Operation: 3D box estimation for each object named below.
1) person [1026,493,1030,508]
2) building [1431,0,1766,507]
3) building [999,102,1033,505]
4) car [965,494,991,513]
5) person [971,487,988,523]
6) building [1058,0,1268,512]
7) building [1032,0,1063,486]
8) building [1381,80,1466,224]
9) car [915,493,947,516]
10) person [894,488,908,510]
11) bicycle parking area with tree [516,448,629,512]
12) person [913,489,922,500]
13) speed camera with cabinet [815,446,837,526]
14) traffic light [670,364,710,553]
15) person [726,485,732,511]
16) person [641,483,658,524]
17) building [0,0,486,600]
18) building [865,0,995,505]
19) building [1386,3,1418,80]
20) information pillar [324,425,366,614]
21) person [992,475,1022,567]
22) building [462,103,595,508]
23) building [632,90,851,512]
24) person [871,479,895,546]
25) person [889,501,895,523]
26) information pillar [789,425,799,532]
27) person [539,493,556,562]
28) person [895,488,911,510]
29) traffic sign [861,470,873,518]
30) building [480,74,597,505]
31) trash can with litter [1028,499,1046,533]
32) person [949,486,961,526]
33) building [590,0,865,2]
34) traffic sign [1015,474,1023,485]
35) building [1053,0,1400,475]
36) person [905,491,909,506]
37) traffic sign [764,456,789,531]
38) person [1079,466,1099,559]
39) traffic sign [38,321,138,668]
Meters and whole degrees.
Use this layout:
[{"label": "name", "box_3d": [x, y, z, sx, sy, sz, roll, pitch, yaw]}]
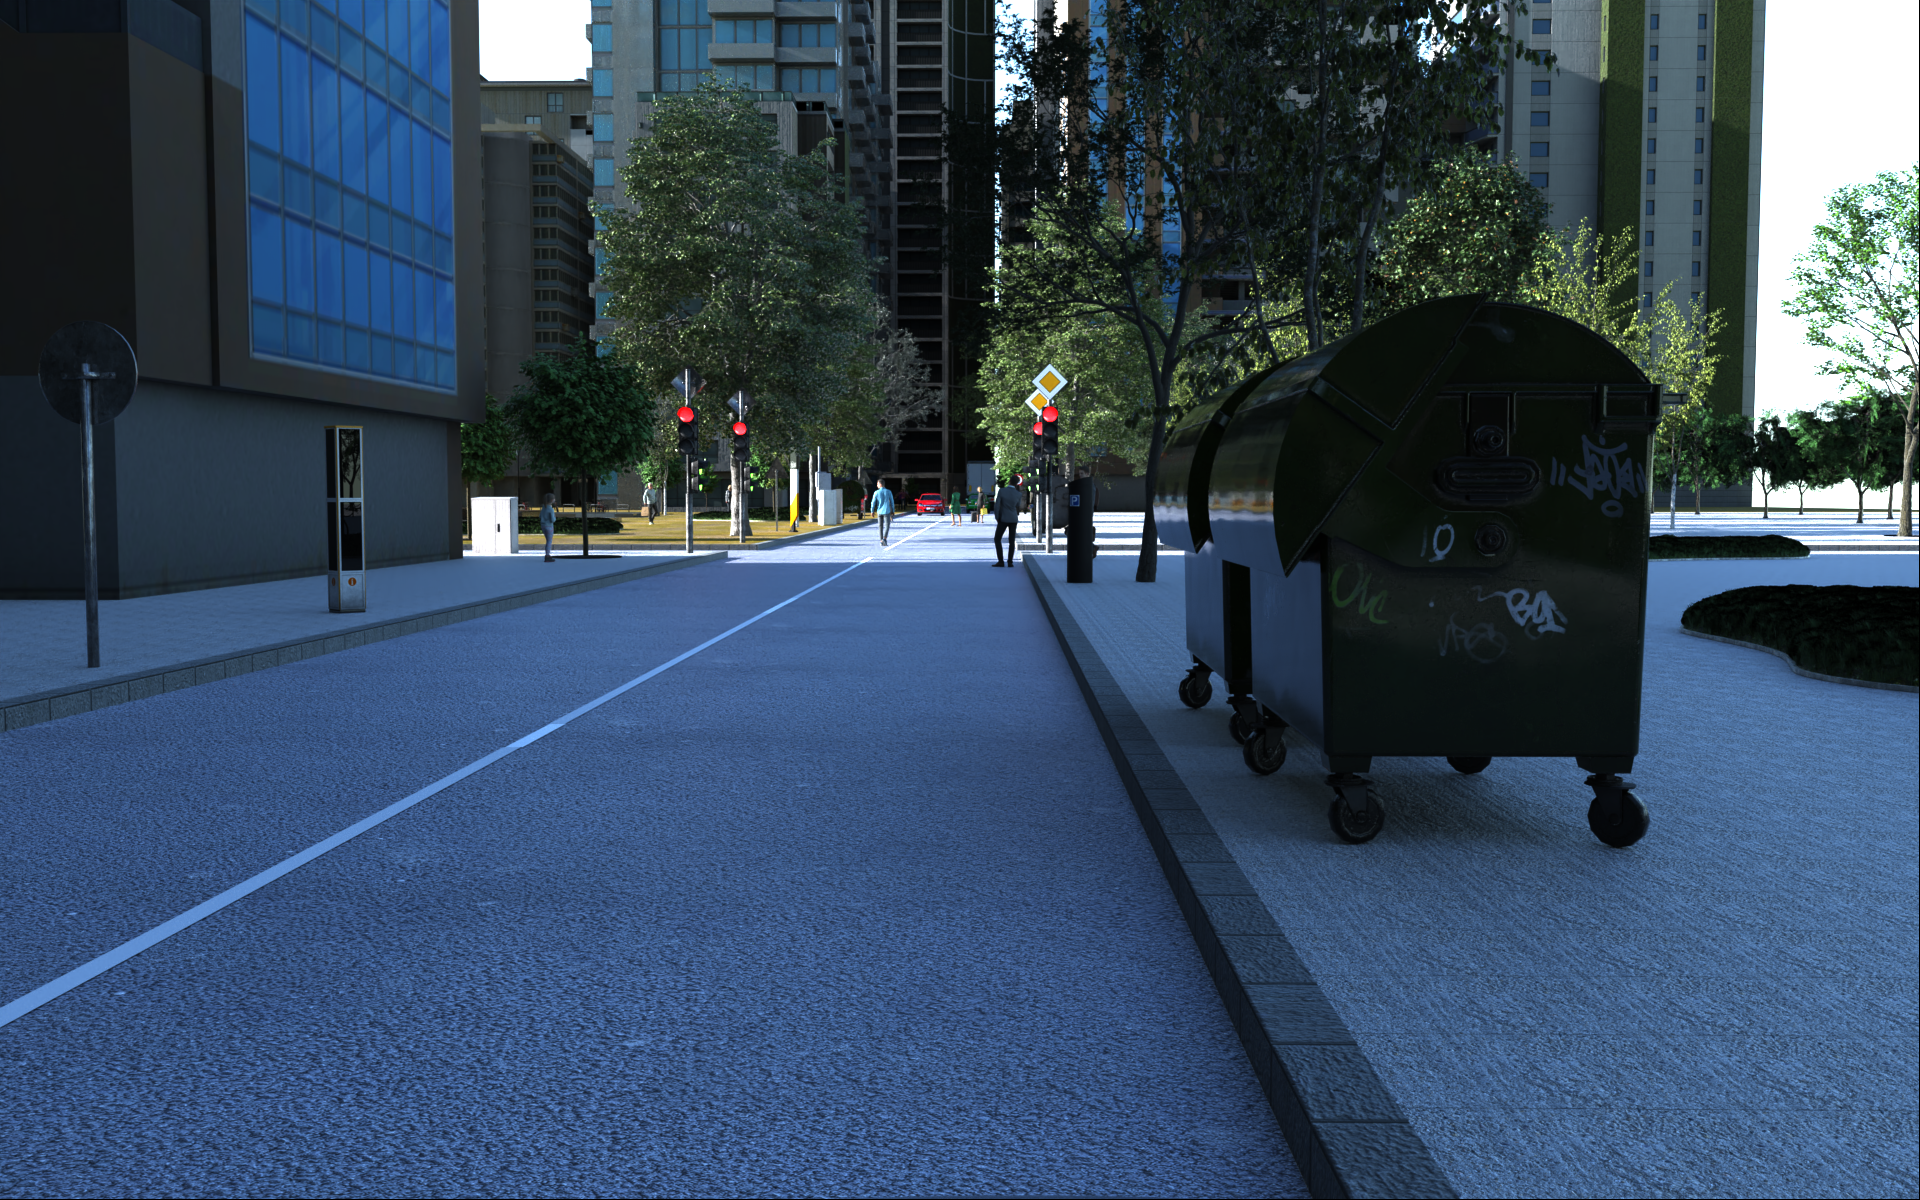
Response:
[{"label": "person", "box_3d": [6.007, -9.204, 157.083, 0.990, 1.755, 0.434, -1, 4, -14]}, {"label": "building", "box_3d": [65.606, -39.078, 180.922, 28.212, 58.520, 21.231, 0, 4, 1]}, {"label": "building", "box_3d": [15.651, -36.277, 216.834, 21.600, 48.544, 21.300, 0, 4, 1]}, {"label": "car", "box_3d": [1.362, -7.412, 129.976, 1.959, 1.807, 4.718, 0, 4, 0]}, {"label": "person", "box_3d": [0.958, -4.716, 85.829, 0.699, 1.804, 1.509, 0, 4, -6]}, {"label": "building", "box_3d": [14.575, -29.285, 128.916, 14.600, 45.320, 14.200, 0, 4, 1]}, {"label": "building", "box_3d": [17.990, -38.909, 178.166, 21.231, 58.520, 28.212, 0, 4, 1]}, {"label": "building", "box_3d": [44.445, -32.680, 184.430, 14.200, 45.320, 14.600, 0, 4, 1]}, {"label": "car", "box_3d": [-1.923, -6.516, 115.574, 2.155, 1.783, 4.494, 0, 4, 0]}, {"label": "person", "box_3d": [-4.832, -8.264, 141.843, 1.217, 1.739, 0.721, -2, 4, -25]}, {"label": "bicycle parking area with tree", "box_3d": [-25.727, -7.556, 110.547, 8.231, 4.147, 9.016, -2, 4, -23]}, {"label": "person", "box_3d": [-3.920, -9.861, 167.993, 1.217, 1.735, 0.721, 0, 4, -5]}, {"label": "speed camera with cabinet", "box_3d": [-5.508, -4.708, 71.309, 0.660, 3.252, 2.038, -1, 4, -13]}, {"label": "traffic light", "box_3d": [-5.847, -2.970, 37.475, 0.839, 4.253, 0.868, 0, 4, 1]}, {"label": "person", "box_3d": [-12.878, -5.591, 97.633, 0.709, 1.800, 0.728, -1, 4, -20]}, {"label": "person", "box_3d": [-13.192, -4.094, 73.471, 0.515, 1.767, 0.782, 3, 4, 37]}, {"label": "building", "box_3d": [-16.739, -23.038, 26.782, 14.200, 45.320, 14.600, 0, 4, 1]}, {"label": "building", "box_3d": [-5.908, -47.593, 216.399, 20.611, 71.187, 20.563, 0, 4, 1]}, {"label": "building", "box_3d": [41.952, -55.216, 215.446, 31.000, 86.520, 22.319, 0, 4, 1]}, {"label": "information pillar", "box_3d": [-6.648, -0.871, 18.732, 0.304, 2.012, 0.304, -3, 5, -43]}, {"label": "person", "box_3d": [0.921, -1.554, 34.082, 0.592, 1.802, 0.473, 0, 4, -1]}, {"label": "building", "box_3d": [-50.233, -29.727, 177.923, 23.993, 40.220, 32.217, 0, 4, 1]}, {"label": "building", "box_3d": [-15.630, -21.777, 127.749, 14.160, 30.474, 14.107, 0, 4, 1]}, {"label": "person", "box_3d": [-2.159, -2.416, 47.872, 0.638, 1.841, 0.748, 1, 4, 12]}, {"label": "person", "box_3d": [-3.463, -4.459, 85.683, 0.475, 1.303, 0.640, -2, 4, -33]}, {"label": "information pillar", "box_3d": [-5.582, -4.098, 58.350, 0.183, 3.616, 0.504, -2, 4, -31]}, {"label": "person", "box_3d": [-7.763, -1.369, 32.712, 0.425, 1.301, 0.394, 2, 4, 27]}, {"label": "person", "box_3d": [-4.520, -7.990, 137.397, 1.217, 1.743, 0.721, -1, 4, -10]}, {"label": "traffic sign", "box_3d": [-5.076, -5.628, 92.019, 0.884, 2.594, 0.081, 0, 4, 4]}, {"label": "building", "box_3d": [-50.555, -38.624, 220.744, 27.495, 52.752, 28.713, 0, 4, 1]}, {"label": "trash can with litter", "box_3d": [2.544, -2.758, 56.478, 0.624, 1.170, 1.055, 0, 4, 6]}, {"label": "person", "box_3d": [-0.178, -4.178, 77.056, 0.529, 1.795, 0.600, 3, 4, 37]}, {"label": "building", "box_3d": [-18.854, -32.408, 149.484, 23.786, 49.044, 30.456, 0, 4, 1]}, {"label": "traffic sign", "box_3d": [3.626, -6.635, 108.589, 0.768, 2.556, 0.104, 0, 4, 6]}, {"label": "building", "box_3d": [21.929, -34.272, 149.591, 28.713, 52.752, 27.495, 0, 4, 1]}, {"label": "person", "box_3d": [-5.665, -11.007, 186.741, 0.721, 1.736, 1.217, 1, 4, 8]}, {"label": "traffic sign", "box_3d": [-6.282, -3.630, 59.354, 0.884, 2.594, 0.081, 0, 4, 7]}, {"label": "person", "box_3d": [2.466, -1.700, 33.806, 0.822, 1.834, 0.622, -2, 4, -32]}, {"label": "traffic sign", "box_3d": [-6.417, -0.773, 12.750, 0.768, 2.556, 0.104, 0, 4, 6]}]
